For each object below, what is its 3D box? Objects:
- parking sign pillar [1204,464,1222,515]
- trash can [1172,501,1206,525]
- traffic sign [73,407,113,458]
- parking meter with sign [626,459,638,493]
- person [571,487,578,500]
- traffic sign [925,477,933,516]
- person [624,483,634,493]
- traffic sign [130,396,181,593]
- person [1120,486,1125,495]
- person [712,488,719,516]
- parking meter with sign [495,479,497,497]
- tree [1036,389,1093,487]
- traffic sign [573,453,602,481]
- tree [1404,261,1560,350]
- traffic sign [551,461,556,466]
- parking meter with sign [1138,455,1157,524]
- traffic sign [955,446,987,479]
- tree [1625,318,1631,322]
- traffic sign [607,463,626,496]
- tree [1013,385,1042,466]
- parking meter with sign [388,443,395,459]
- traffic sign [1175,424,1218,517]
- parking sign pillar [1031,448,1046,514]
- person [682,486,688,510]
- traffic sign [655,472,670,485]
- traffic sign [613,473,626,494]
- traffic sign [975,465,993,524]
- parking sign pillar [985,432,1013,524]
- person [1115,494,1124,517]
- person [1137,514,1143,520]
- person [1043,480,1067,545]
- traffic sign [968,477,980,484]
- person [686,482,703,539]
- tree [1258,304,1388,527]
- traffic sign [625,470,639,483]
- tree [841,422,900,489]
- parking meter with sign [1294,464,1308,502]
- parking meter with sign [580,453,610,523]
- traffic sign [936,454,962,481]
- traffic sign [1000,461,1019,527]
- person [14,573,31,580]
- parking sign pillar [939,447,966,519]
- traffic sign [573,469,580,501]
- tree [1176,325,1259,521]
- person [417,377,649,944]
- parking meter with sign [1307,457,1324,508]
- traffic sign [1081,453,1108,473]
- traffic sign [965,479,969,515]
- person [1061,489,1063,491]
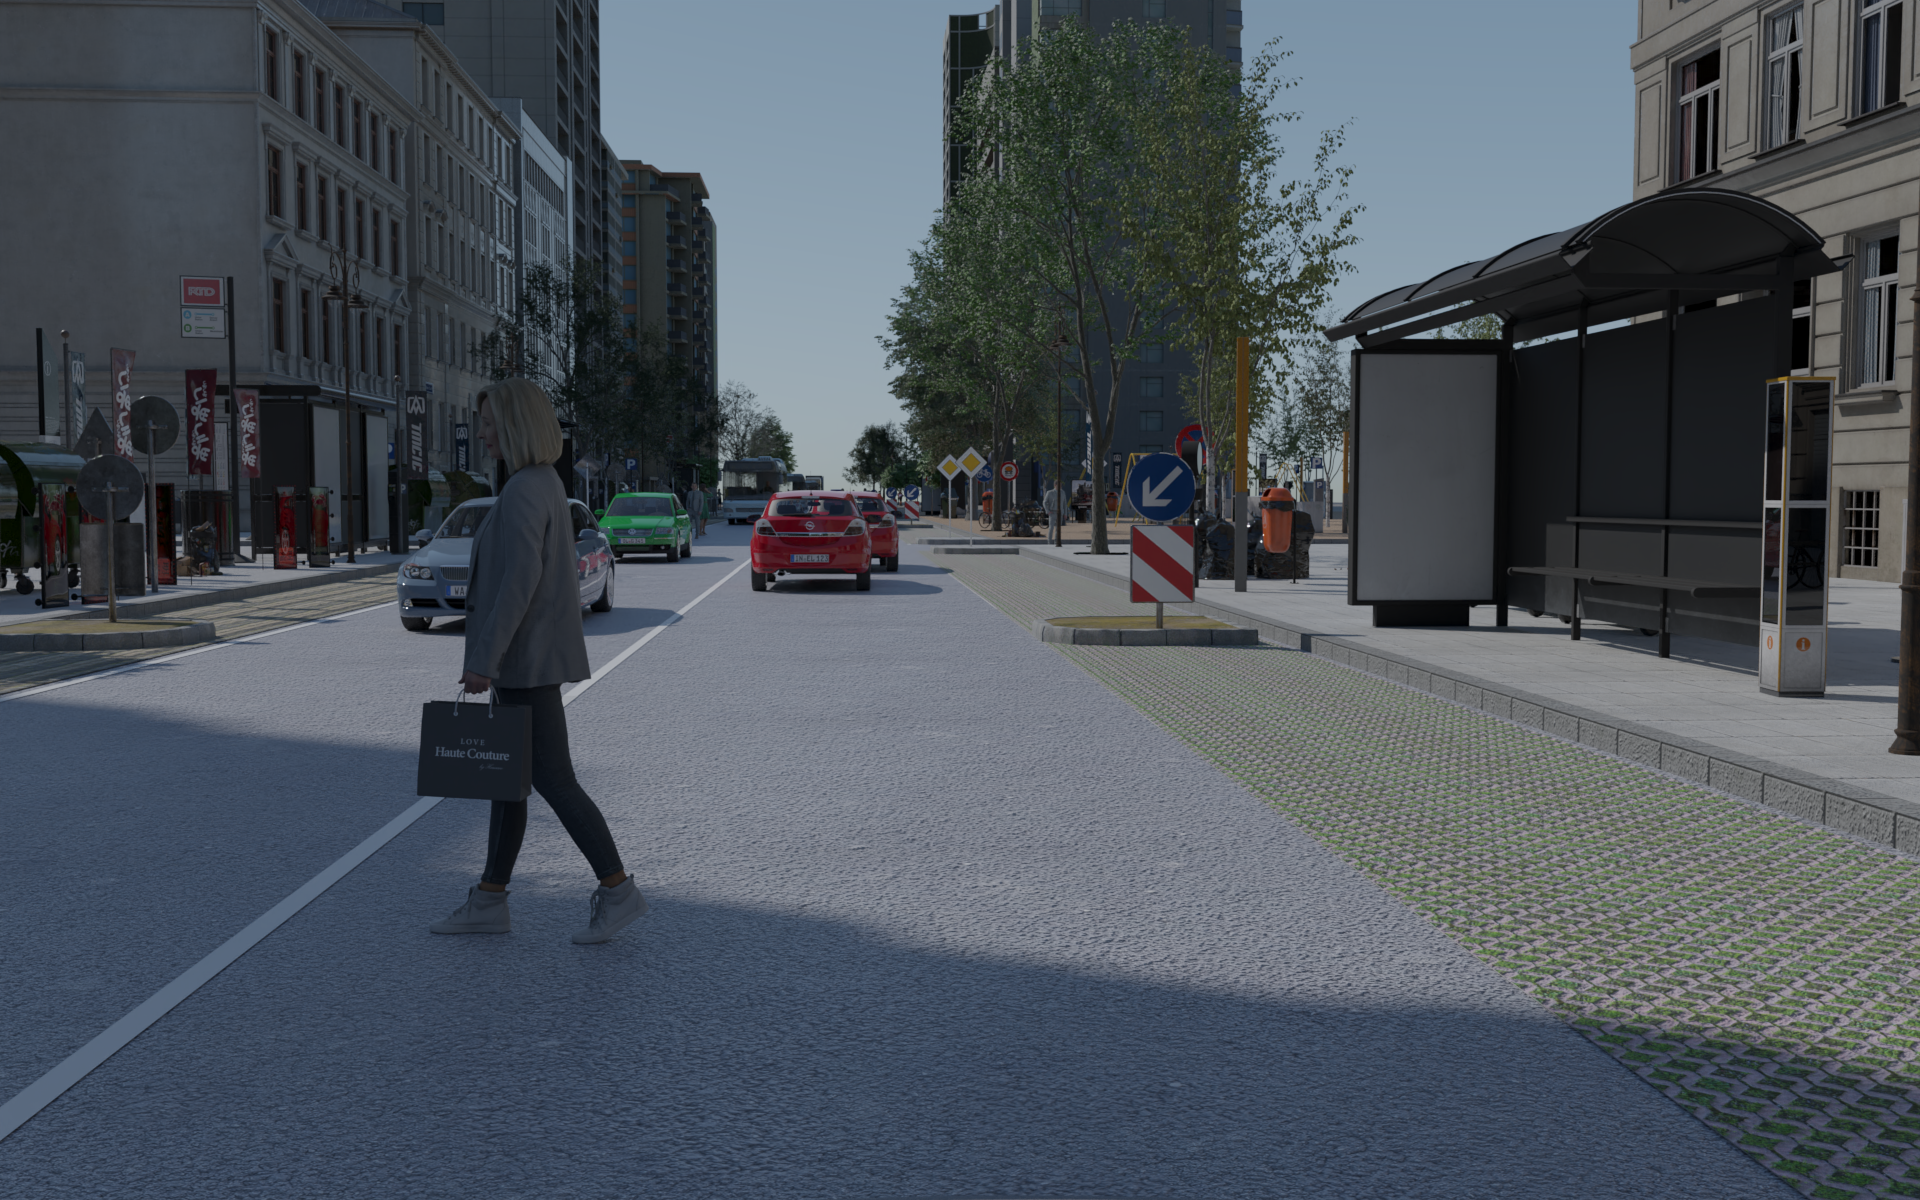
[{"bbox_3d":[14.582,-6.812,99.840,1.447,3.967,1.447,3,5,41],"label":"parking sign pillar"},{"bbox_3d":[4.649,-1.455,35.440,0.748,1.137,0.748,0,3,0],"label":"trash can"},{"bbox_3d":[-12.831,-1.577,25.790,0.884,2.594,0.081,0,4,4],"label":"traffic sign"},{"bbox_3d":[-16.247,-5.503,86.230,0.543,3.016,1.738,0,4,-3],"label":"parking meter with sign"},{"bbox_3d":[-24.418,-6.325,109.632,0.709,1.800,0.728,-1,4,-20],"label":"person"},{"bbox_3d":[-1.608,-6.078,99.475,0.768,2.556,0.104,0,4,-2],"label":"traffic sign"},{"bbox_3d":[-15.394,-4.564,80.763,0.616,1.811,0.778,0,4,-1],"label":"person"},{"bbox_3d":[-10.474,-1.367,22.453,0.768,2.556,0.104,0,4,5],"label":"traffic sign"},{"bbox_3d":[10.093,-6.135,106.545,0.583,1.804,0.606,1,4,10],"label":"person"},{"bbox_3d":[-14.626,-5.827,103.959,0.526,1.800,0.537,0,4,0],"label":"person"},{"bbox_3d":[-23.777,-5.725,89.856,1.738,3.016,0.543,-1,4,-22],"label":"parking meter with sign"},{"bbox_3d":[6.897,-10.272,118.307,4.360,8.622,3.978,0,3,0],"label":"tree"},{"bbox_3d":[-10.640,-2.890,49.437,0.795,2.593,0.064,0,4,-4],"label":"traffic sign"},{"bbox_3d":[16.428,-6.290,53.212,4.737,8.622,4.395,0,3,0],"label":"tree"},{"bbox_3d":[-10.079,-2.403,41.472,0.795,2.593,0.064,0,4,-4],"label":"traffic sign"},{"bbox_3d":[8.199,-4.761,74.098,0.543,3.016,1.738,-1,4,-19],"label":"parking meter with sign"},{"bbox_3d":[0.291,-2.446,42.179,0.795,2.593,0.064,0,4,-4],"label":"traffic sign"},{"bbox_3d":[22.696,-6.314,53.597,4.737,8.622,4.395,0,3,0],"label":"tree"},{"bbox_3d":[-14.036,-4.318,70.699,0.768,2.556,0.104,0,4,-1],"label":"traffic sign"},{"bbox_3d":[4.559,-8.856,95.157,4.737,8.622,4.395,0,3,0],"label":"tree"},{"bbox_3d":[-19.547,-3.877,59.651,0.543,3.016,1.738,0,4,-6],"label":"parking meter with sign"},{"bbox_3d":[4.290,-1.921,31.510,0.768,2.556,0.104,0,4,4],"label":"traffic sign"},{"bbox_3d":[4.602,-6.930,101.781,1.447,3.967,1.447,2,4,24],"label":"parking sign pillar"},{"bbox_3d":[-13.817,-4.811,86.931,0.755,1.850,0.659,0,4,4],"label":"person"},{"bbox_3d":[-17.514,-6.232,101.890,0.884,2.594,0.081,0,4,5],"label":"traffic sign"},{"bbox_3d":[-15.819,-4.888,80.023,0.768,2.556,0.104,0,4,3],"label":"traffic sign"},{"bbox_3d":[1.012,-4.514,73.908,0.768,2.556,0.104,0,4,-2],"label":"traffic sign"},{"bbox_3d":[1.729,-5.315,75.364,1.447,3.967,1.447,3,5,43],"label":"parking sign pillar"},{"bbox_3d":[8.722,-5.178,94.955,0.590,1.304,0.306,2,4,24],"label":"person"},{"bbox_3d":[9.035,-4.912,86.702,0.444,1.785,0.601,2,4,26],"label":"person"},{"bbox_3d":[2.538,-2.286,45.968,0.635,1.810,0.391,-2,4,-28],"label":"person"},{"bbox_3d":[0.809,-5.634,92.217,0.768,2.556,0.104,0,4,2],"label":"traffic sign"},{"bbox_3d":[-8.533,-2.873,55.575,0.635,1.810,0.391,1,4,12],"label":"person"},{"bbox_3d":[14.315,-7.108,66.580,4.360,8.622,3.978,0,3,0],"label":"tree"},{"bbox_3d":[-16.676,-5.377,88.017,0.768,2.556,0.104,0,4,-2],"label":"traffic sign"},{"bbox_3d":[-13.739,-21.945,275.812,9.611,12.733,9.660,0,3,0],"label":"tree"},{"bbox_3d":[20.555,-6.462,101.909,1.738,3.016,0.543,-1,4,-15],"label":"parking meter with sign"},{"bbox_3d":[-15.670,-4.700,73.100,1.738,3.016,0.543,-2,4,-27],"label":"parking meter with sign"},{"bbox_3d":[-0.270,-2.933,50.144,0.795,2.593,0.064,0,4,-4],"label":"traffic sign"},{"bbox_3d":[1.909,-4.133,67.675,0.768,2.556,0.104,0,4,5],"label":"traffic sign"},{"bbox_3d":[-14.158,-1.167,25.789,0.598,1.740,0.731,1,4,20],"label":"person"},{"bbox_3d":[-0.374,-6.297,91.434,1.447,3.967,1.447,0,4,-1],"label":"parking sign pillar"},{"bbox_3d":[-17.571,-4.893,80.101,0.768,2.556,0.104,0,4,6],"label":"traffic sign"},{"bbox_3d":[11.328,-7.568,74.100,4.360,8.622,3.978,0,3,0],"label":"tree"},{"bbox_3d":[-1.368,0.195,5.491,0.728,1.800,0.709,0,4,-2],"label":"person"},{"bbox_3d":[16.846,-5.212,81.470,0.543,3.016,1.738,0,4,6],"label":"parking meter with sign"},{"bbox_3d":[4.044,-3.193,51.943,0.795,2.593,0.064,0,4,3],"label":"traffic sign"},{"bbox_3d":[0.329,-6.552,107.239,0.768,2.556,0.104,0,4,-2],"label":"traffic sign"},{"bbox_3d":[5.205,-5.221,91.592,0.473,1.802,0.592,-1,4,-15],"label":"person"}]
